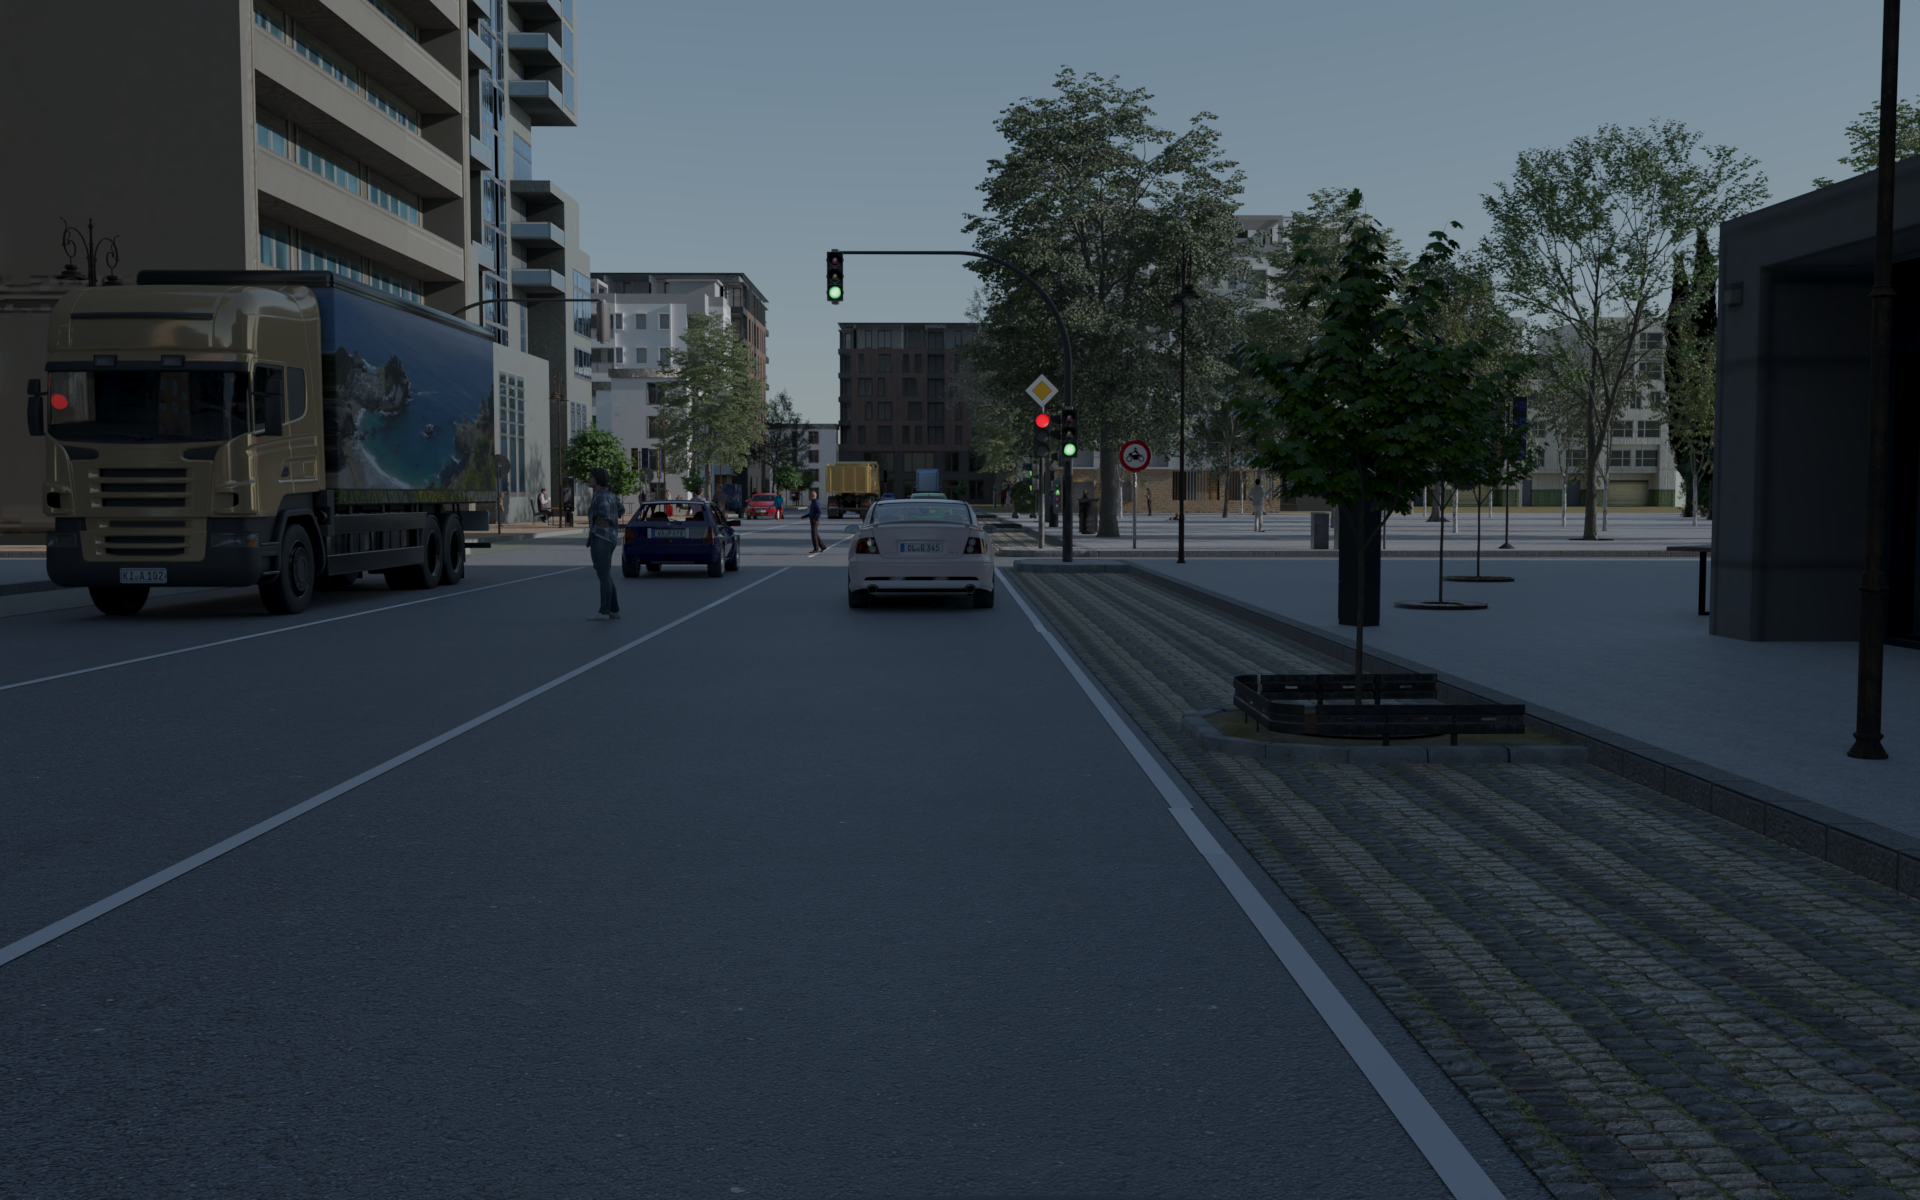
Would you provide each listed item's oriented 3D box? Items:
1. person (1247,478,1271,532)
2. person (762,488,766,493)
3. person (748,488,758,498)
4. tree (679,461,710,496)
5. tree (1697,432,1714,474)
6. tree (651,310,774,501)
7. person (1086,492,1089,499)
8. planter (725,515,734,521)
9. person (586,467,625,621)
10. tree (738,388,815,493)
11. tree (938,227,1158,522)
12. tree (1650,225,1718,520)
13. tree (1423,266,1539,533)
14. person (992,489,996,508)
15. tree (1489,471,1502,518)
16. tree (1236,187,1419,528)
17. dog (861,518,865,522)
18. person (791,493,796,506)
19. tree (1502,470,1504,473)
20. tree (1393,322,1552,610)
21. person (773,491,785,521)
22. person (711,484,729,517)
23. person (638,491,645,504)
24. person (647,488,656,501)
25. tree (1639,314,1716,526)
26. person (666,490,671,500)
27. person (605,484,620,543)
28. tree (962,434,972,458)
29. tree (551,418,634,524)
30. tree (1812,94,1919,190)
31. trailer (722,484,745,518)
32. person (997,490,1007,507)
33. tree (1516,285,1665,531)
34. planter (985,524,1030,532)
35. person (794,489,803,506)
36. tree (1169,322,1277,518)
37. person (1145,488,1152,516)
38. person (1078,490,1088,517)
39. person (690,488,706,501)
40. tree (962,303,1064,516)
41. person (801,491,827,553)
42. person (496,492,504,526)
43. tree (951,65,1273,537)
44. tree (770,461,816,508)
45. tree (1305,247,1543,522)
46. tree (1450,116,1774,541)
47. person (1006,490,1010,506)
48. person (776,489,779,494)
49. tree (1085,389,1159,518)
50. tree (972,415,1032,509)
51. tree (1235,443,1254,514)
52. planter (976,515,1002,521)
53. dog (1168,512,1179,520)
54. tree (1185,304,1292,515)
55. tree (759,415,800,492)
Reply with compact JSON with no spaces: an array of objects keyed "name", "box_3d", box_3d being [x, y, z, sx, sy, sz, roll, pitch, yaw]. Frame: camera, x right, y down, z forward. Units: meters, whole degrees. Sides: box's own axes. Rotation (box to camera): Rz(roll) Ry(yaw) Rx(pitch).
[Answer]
[{"name":"person","box_3d":[10.101,-3.191,58.365,0.875,1.805,0.789,2,4,32]},{"name":"person","box_3d":[-18.086,-9.366,159.197,0.705,1.822,1.348,0,4,8]},{"name":"person","box_3d":[-17.581,-8.692,148.103,1.348,1.831,0.705,3,4,37]},{"name":"tree","box_3d":[-15.717,-6.539,101.509,1.663,3.219,1.824,0,3,0]},{"name":"tree","box_3d":[12.520,-2.002,27.327,1.663,3.219,1.824,0,3,0]},{"name":"tree","box_3d":[-15.181,-11.557,107.082,7.486,12.596,7.792,0,3,0]},{"name":"person","box_3d":[7.841,-5.822,104.464,0.776,1.435,0.726,0,4,7]},{"name":"planter","box_3d":[-13.050,-4.337,92.052,1.991,0.319,1.994,0,4,-1]},{"name":"person","box_3d":[-4.048,-0.642,19.720,0.376,1.734,0.841,0,4,6]},{"name":"tree","box_3d":[-16.108,-13.252,151.083,7.601,10.594,8.767,0,4,6]},{"name":"tree","box_3d":[4.075,-10.295,78.695,12.009,13.543,11.850,0,3,0]},{"name":"tree","box_3d":[41.416,-11.493,89.735,13.155,14.587,18.604,0,4,-5]},{"name":"tree","box_3d":[16.592,-6.531,57.136,4.737,8.622,4.395,0,3,0]},{"name":"person","box_3d":[3.112,-9.273,158.372,0.721,1.736,1.217,1,4,10]},{"name":"tree","box_3d":[28.184,-8.630,91.458,4.360,8.622,3.978,0,3,0]},{"name":"tree","box_3d":[13.778,-8.985,65.028,7.486,12.596,7.792,0,3,0]},{"name":"dog","box_3d":[-3.579,-2.966,67.774,0.540,0.507,0.406,-1,4,-15]},{"name":"person","box_3d":[-17.330,-10.475,180.490,0.799,1.438,0.628,3,5,44]},{"name":"tree","box_3d":[23.645,-7.158,67.392,4.360,8.622,3.978,0,3,0]},{"name":"tree","box_3d":[5.506,-1.532,19.642,1.663,3.219,1.824,0,3,0]},{"name":"person","box_3d":[-9.640,-5.012,92.145,0.593,1.614,0.444,1,4,17]},{"name":"person","box_3d":[-7.680,-2.806,54.933,0.434,1.755,0.990,2,4,33]},{"name":"person","box_3d":[-19.121,-5.859,104.039,0.569,1.553,0.471,2,4,30]},{"name":"person","box_3d":[-18.120,-5.762,101.708,0.517,1.644,0.566,-1,4,-8]},{"name":"tree","box_3d":[28.938,-7.203,68.124,4.737,8.622,4.395,0,3,0]},{"name":"person","box_3d":[-16.257,-5.387,96.581,0.387,1.526,0.523,2,4,33]},{"name":"person","box_3d":[-10.230,-2.537,50.696,0.376,1.734,0.841,1,4,14]},{"name":"tree","box_3d":[2.672,-12.017,146.843,4.360,8.622,3.978,0,3,0]},{"name":"tree","box_3d":[-15.644,-5.537,74.241,4.285,4.588,4.351,0,3,0]},{"name":"tree","box_3d":[27.408,-8.059,49.898,7.486,12.596,7.792,0,3,0]},{"name":"trailer","box_3d":[-13.480,-5.746,100.992,1.471,1.999,3.904,0,4,1]},{"name":"person","box_3d":[4.364,-10.514,177.886,1.348,1.831,0.705,-2,4,-34]},{"name":"tree","box_3d":[22.371,-6.732,60.438,4.360,8.622,3.978,0,3,0]},{"name":"planter","box_3d":[1.605,-2.717,65.554,1.991,0.319,1.994,0,4,-1]},{"name":"person","box_3d":[-17.104,-10.762,181.944,1.348,1.831,0.705,0,4,7]},{"name":"tree","box_3d":[14.688,-9.728,93.457,7.601,10.594,8.767,1,4,12]},{"name":"person","box_3d":[10.959,-5.695,100.630,0.415,1.643,0.593,0,3,0]},{"name":"person","box_3d":[6.750,-5.257,94.537,0.613,1.512,0.480,-2,4,-28]},{"name":"person","box_3d":[-6.613,-2.050,43.982,0.963,1.587,0.435,1,4,16]},{"name":"tree","box_3d":[3.525,-11.164,100.653,7.486,12.596,7.792,0,3,0]},{"name":"person","box_3d":[-3.583,-1.888,42.056,0.600,1.496,0.574,1,4,11]},{"name":"person","box_3d":[-18.212,-3.590,68.648,0.435,1.345,0.340,3,4,39]},{"name":"tree","box_3d":[4.397,-8.850,51.355,9.857,13.997,8.962,0,3,0]},{"name":"tree","box_3d":[-16.732,-11.146,165.956,4.285,4.588,4.351,0,3,0]},{"name":"tree","box_3d":[22.073,-9.923,79.247,9.611,12.733,9.660,0,3,0]},{"name":"tree","box_3d":[17.610,-7.450,47.563,9.928,11.665,9.643,0,3,0]},{"name":"person","box_3d":[5.308,-11.231,190.342,0.621,1.740,0.551,-2,4,-32]},{"name":"person","box_3d":[-17.888,-10.078,170.447,0.705,1.869,1.348,1,4,19]},{"name":"tree","box_3d":[8.436,-8.580,90.640,4.360,8.622,3.978,0,3,0]},{"name":"tree","box_3d":[3.854,-9.796,110.530,4.360,8.622,3.978,0,3,0]},{"name":"tree","box_3d":[18.779,-9.993,113.742,4.737,8.622,4.395,0,3,0]},{"name":"planter","box_3d":[1.237,-4.382,92.789,1.991,0.319,1.994,0,4,-1]},{"name":"dog","box_3d":[10.377,-4.063,84.171,0.748,0.427,0.550,2,4,23]},{"name":"tree","box_3d":[18.247,-11.466,104.480,9.611,12.733,9.660,0,3,0]},{"name":"tree","box_3d":[-16.448,-12.730,158.502,4.737,8.622,4.395,0,3,0]}]
